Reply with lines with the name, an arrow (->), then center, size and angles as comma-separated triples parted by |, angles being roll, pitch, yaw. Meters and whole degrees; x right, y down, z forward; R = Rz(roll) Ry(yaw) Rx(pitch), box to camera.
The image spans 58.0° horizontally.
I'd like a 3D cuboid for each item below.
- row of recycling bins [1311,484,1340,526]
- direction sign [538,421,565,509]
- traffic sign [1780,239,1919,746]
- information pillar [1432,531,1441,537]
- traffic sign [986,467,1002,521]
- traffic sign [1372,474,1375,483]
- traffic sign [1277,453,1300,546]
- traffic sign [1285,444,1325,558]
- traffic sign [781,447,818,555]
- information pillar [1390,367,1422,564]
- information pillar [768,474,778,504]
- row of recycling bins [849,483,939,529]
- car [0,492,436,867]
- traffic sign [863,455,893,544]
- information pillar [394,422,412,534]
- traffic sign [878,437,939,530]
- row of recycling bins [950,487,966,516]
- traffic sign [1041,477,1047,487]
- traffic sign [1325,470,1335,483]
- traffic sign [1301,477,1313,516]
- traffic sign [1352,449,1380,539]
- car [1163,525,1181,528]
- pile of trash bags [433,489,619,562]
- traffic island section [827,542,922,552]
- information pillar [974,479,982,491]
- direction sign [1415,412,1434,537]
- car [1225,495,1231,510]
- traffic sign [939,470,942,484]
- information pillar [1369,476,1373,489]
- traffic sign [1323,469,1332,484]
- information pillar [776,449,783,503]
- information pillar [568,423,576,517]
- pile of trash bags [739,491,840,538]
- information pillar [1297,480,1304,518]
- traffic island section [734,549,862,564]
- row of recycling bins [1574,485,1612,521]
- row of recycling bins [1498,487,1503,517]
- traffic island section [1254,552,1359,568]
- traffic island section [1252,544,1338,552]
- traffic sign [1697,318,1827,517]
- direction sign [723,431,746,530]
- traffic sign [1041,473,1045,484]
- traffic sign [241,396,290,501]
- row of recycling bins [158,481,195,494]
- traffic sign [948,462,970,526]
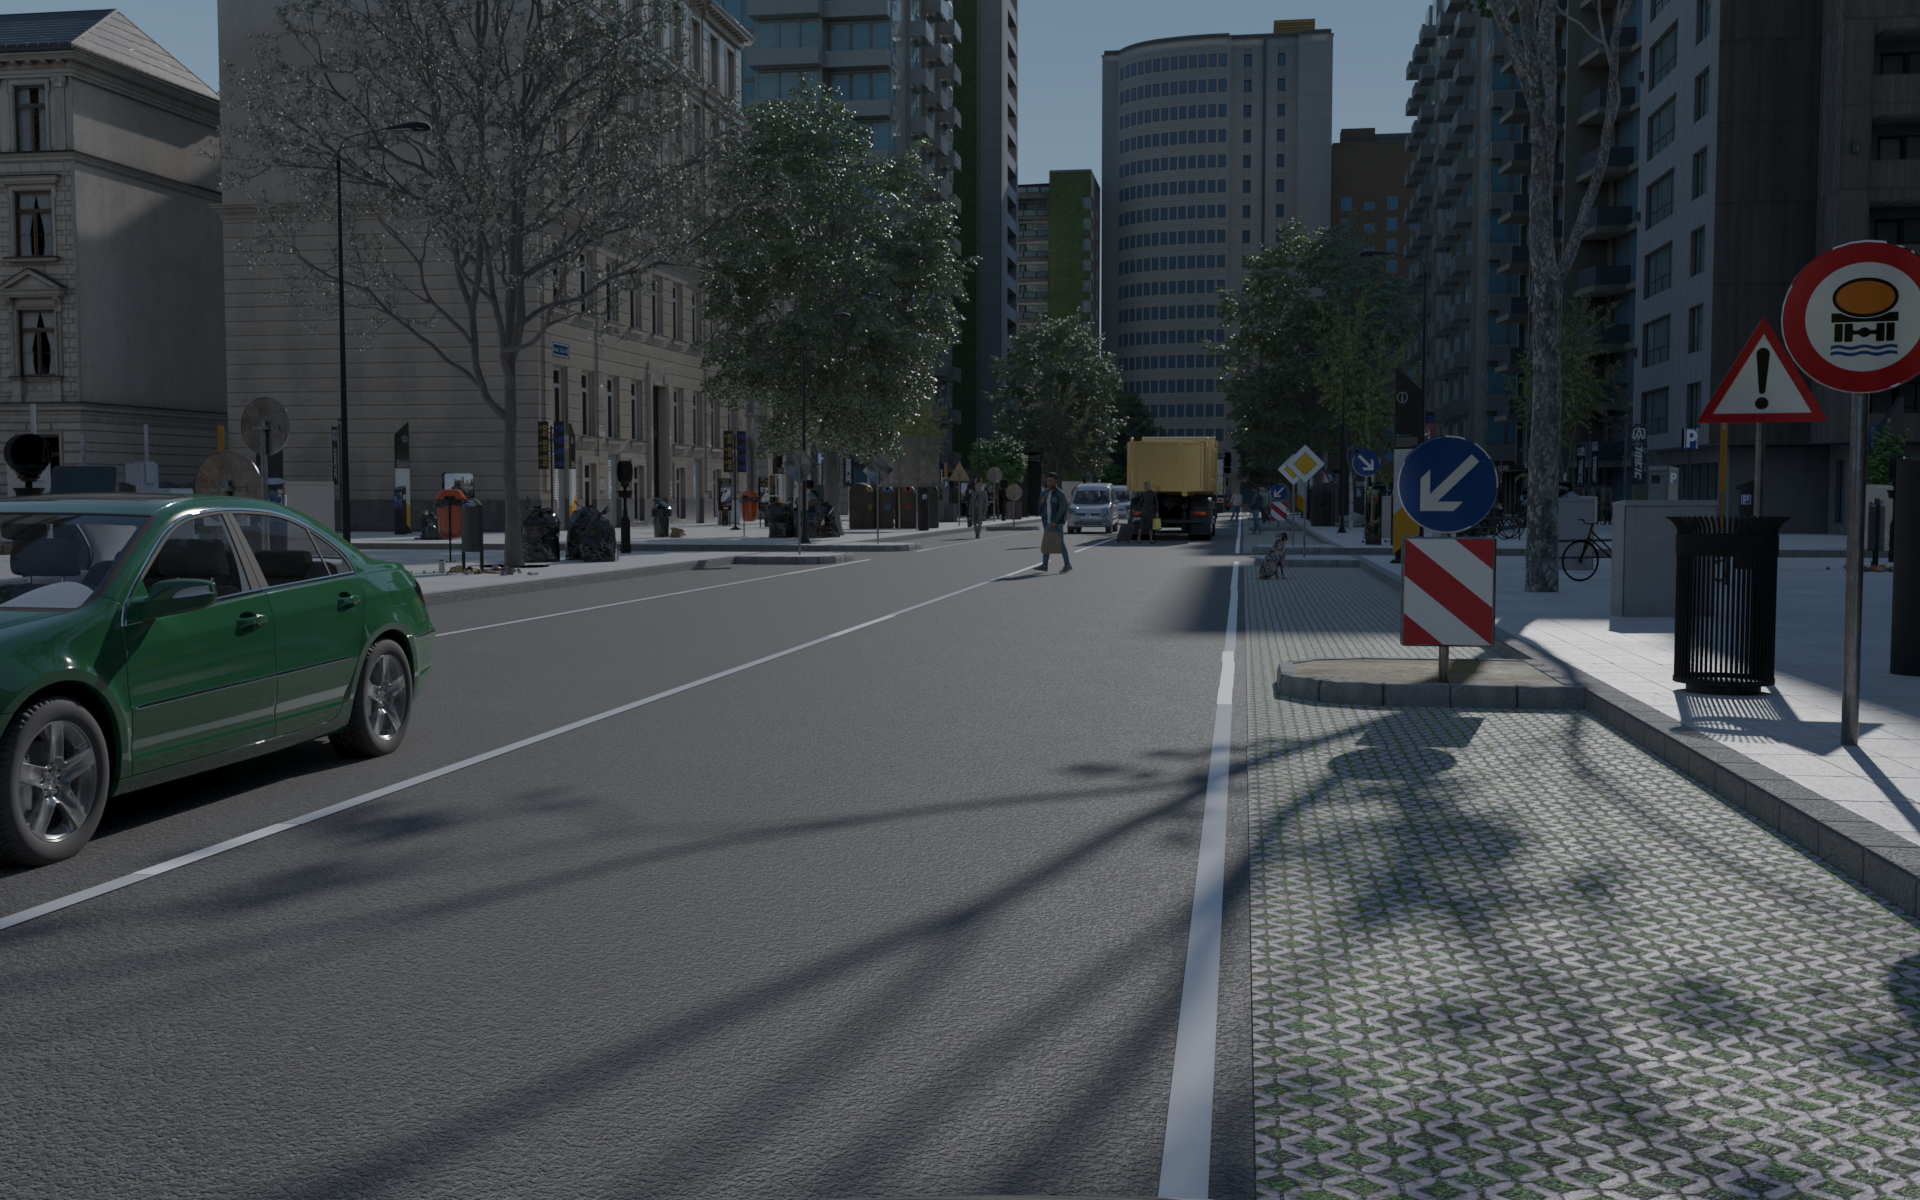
row of recycling bins -> 14.971, -3.858, 70.197 | 1.069, 1.692, 3.534 | 1, 4, 22
direction sign -> -12.719, -3.790, 53.965 | 0.876, 3.537, 0.379 | 1, 4, 12
traffic sign -> 4.552, -0.531, 8.787 | 0.768, 2.556, 0.104 | 1, 4, 18
information pillar -> 12.332, -2.440, 44.387 | 0.304, 2.012, 0.304 | -3, 5, -42
traffic sign -> 1.606, -4.970, 81.373 | 0.768, 2.556, 0.104 | 1, 4, 13
traffic sign -> 22.701, -5.887, 96.365 | 0.768, 2.556, 0.104 | 1, 4, 10
traffic sign -> 8.242, -2.398, 42.844 | 0.795, 2.450, 0.064 | 1, 4, 9
traffic sign -> 6.957, -1.916, 34.962 | 0.795, 2.450, 0.064 | 1, 4, 9
traffic sign -> -3.397, -2.020, 36.665 | 0.795, 2.450, 0.064 | 1, 4, 9
information pillar -> 8.226, -2.481, 31.913 | 0.504, 3.616, 0.183 | 2, 4, 33
information pillar -> -6.948, -3.671, 64.505 | 0.304, 2.012, 0.304 | 0, 4, 7
row of recycling bins -> -2.463, -3.500, 64.338 | 3.534, 1.692, 1.069 | -2, 4, -27
car -> -4.202, 0.217, 8.257 | 2.131, 1.459, 4.920 | 0, 4, 7
traffic sign -> -2.112, -2.502, 44.547 | 0.795, 2.450, 0.064 | 1, 4, 9
information pillar -> -18.072, -3.964, 56.171 | 0.183, 3.616, 0.504 | 3, 5, 44
traffic sign -> -1.850, -4.142, 61.599 | 2.265, 3.308, 0.079 | 1, 4, 11
row of recycling bins -> 0.074, -5.752, 101.159 | 1.069, 1.692, 3.534 | 1, 4, 11
traffic sign -> 5.163, -6.285, 104.897 | 0.606, 2.300, 0.079 | 1, 4, 11
traffic sign -> 19.783, -5.692, 93.170 | 0.768, 2.556, 0.104 | 1, 4, 18
traffic sign -> 17.935, -5.346, 89.534 | 0.606, 2.300, 0.079 | 1, 4, 18
traffic sign -> 11.567, -3.012, 49.357 | 0.768, 2.556, 0.104 | 1, 4, 16
car -> 8.051, -3.254, 65.572 | 2.083, 1.381, 4.827 | 0, 4, 7
pile of trash bags -> -8.302, -1.435, 33.210 | 3.447, 1.369, 1.912 | -1, 4, -11
traffic island section -> -2.137, -1.366, 44.612 | 2.009, 0.180, 2.903 | 1, 4, 9
information pillar -> 0.854, -4.740, 81.996 | 0.304, 2.012, 0.304 | -1, 4, -10
direction sign -> 12.560, -3.403, 47.629 | 0.876, 3.537, 0.379 | 1, 4, 10
car -> 22.841, -8.788, 152.729 | 2.155, 1.783, 4.494 | 0, 4, 7
traffic sign -> -1.059, -4.316, 72.695 | 0.606, 2.300, 0.079 | 1, 4, 18
information pillar -> 16.530, -4.024, 70.290 | 0.304, 2.012, 0.304 | -3, 5, -44
traffic sign -> 18.842, -5.501, 89.944 | 0.884, 2.594, 0.081 | 1, 4, 10
information pillar -> -7.482, -4.917, 71.739 | 0.183, 3.616, 0.504 | 1, 4, 19
information pillar -> -12.858, -4.042, 57.446 | 0.183, 3.616, 0.504 | 0, 4, 4
pile of trash bags -> -5.193, -2.553, 51.488 | 3.447, 1.369, 1.912 | 2, 4, 33
information pillar -> 18.438, -6.239, 93.364 | 0.504, 3.616, 0.183 | -1, 4, -11
traffic island section -> -3.422, -0.884, 36.731 | 2.009, 0.180, 2.903 | 1, 4, 9
row of recycling bins -> 29.805, -4.575, 81.921 | 3.534, 1.692, 1.069 | -3, 5, -43
row of recycling bins -> 26.996, -5.152, 91.349 | 3.534, 1.692, 1.069 | -1, 4, -15
traffic island section -> 6.982, -0.780, 35.036 | 2.009, 0.180, 2.903 | 1, 4, 9
traffic island section -> 8.267, -1.262, 42.917 | 2.009, 0.180, 2.903 | 1, 4, 9
traffic sign -> 5.963, -0.791, 12.934 | 0.884, 2.594, 0.081 | 1, 4, 16
direction sign -> -8.061, -4.286, 62.078 | 0.876, 3.537, 0.379 | -2, 4, -33
traffic sign -> 4.462, -6.061, 99.206 | 0.768, 2.556, 0.104 | 1, 4, 10
traffic sign -> -9.085, -1.378, 22.638 | 0.768, 2.556, 0.104 | 1, 4, 18
row of recycling bins -> -24.288, -2.996, 56.101 | 1.069, 1.692, 3.534 | 3, 5, 41
traffic sign -> -0.034, -4.237, 69.284 | 0.884, 2.594, 0.081 | 1, 4, 11
